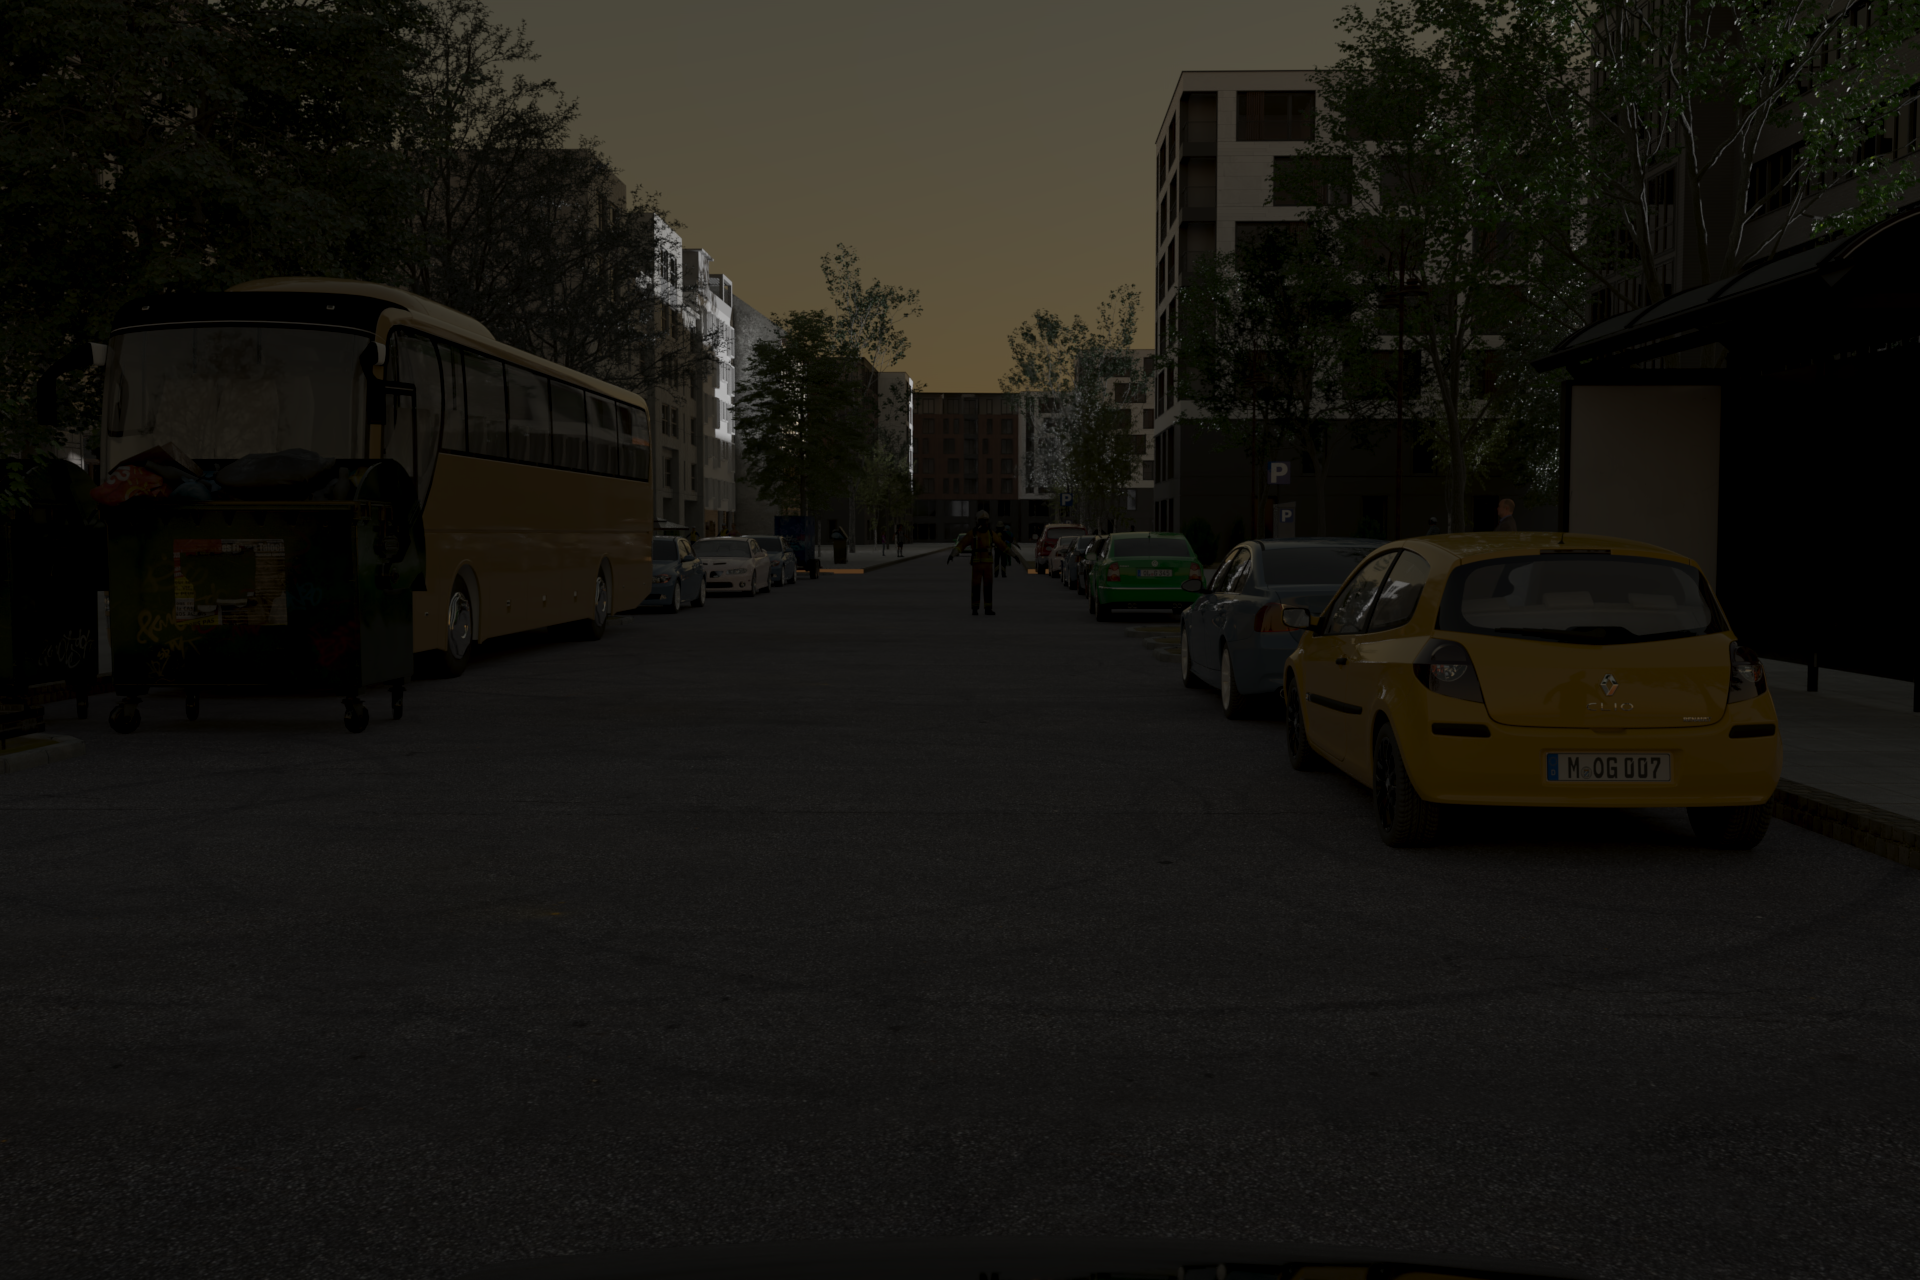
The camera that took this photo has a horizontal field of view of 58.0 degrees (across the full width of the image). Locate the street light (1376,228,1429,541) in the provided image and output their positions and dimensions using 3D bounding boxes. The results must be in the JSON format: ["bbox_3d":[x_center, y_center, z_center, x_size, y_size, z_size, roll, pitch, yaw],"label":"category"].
[{"bbox_3d":[6.676,-3.273,26.297,0.468,5.910,1.993,0,4,1],"label":"street light"}]

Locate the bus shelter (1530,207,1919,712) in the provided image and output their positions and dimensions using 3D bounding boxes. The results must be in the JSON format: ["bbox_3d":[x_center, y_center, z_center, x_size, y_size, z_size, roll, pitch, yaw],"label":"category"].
[{"bbox_3d":[6.188,-1.179,13.197,2.014,3.302,5.546,0,4,1],"label":"bus shelter"}]

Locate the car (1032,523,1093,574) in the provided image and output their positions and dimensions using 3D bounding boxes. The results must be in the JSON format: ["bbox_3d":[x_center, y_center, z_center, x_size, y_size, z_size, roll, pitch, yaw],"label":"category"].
[{"bbox_3d":[3.794,-3.342,63.316,2.281,1.827,5.304,0,4,1],"label":"car"}]

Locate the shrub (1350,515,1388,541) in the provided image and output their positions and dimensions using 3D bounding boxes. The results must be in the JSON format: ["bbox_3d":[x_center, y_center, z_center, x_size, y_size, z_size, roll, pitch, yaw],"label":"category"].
[{"bbox_3d":[16.133,-3.947,68.579,1.661,2.075,1.752,0,3,0],"label":"shrub"}]

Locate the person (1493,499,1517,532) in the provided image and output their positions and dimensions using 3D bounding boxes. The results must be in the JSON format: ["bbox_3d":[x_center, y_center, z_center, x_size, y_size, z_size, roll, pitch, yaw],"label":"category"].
[{"bbox_3d":[7.321,-1.031,23.450,0.434,1.755,0.990,1,4,22],"label":"person"}]

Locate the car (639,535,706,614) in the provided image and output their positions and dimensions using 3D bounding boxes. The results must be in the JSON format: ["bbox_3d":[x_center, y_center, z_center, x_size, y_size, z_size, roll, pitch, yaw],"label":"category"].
[{"bbox_3d":[-5.916,-1.267,32.717,2.014,1.417,4.499,0,4,1],"label":"car"}]

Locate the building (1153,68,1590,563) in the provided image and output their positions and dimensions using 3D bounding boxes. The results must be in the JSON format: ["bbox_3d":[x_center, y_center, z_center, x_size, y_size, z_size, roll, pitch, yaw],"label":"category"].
[{"bbox_3d":[24.183,-15.210,92.665,27.936,21.610,32.646,0,4,2],"label":"building"}]

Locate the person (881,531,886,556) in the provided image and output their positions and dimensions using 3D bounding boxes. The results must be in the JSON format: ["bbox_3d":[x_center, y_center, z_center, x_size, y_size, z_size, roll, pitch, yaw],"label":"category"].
[{"bbox_3d":[-4.399,-5.628,101.283,0.599,1.433,0.991,0,4,-5],"label":"person"}]

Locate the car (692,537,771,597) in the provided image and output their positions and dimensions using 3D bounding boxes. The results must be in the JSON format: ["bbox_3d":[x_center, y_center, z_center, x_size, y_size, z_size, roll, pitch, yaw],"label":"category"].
[{"bbox_3d":[-5.581,-1.752,41.001,2.083,1.381,4.827,0,4,1],"label":"car"}]

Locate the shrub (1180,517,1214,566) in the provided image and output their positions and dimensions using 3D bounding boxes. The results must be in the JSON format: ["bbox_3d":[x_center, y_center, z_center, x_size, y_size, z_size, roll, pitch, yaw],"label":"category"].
[{"bbox_3d":[9.365,-3.944,68.908,1.690,2.028,1.600,0,3,0],"label":"shrub"}]

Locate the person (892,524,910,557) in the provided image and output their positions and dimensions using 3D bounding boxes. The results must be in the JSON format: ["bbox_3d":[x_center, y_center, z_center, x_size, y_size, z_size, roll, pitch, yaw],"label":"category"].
[{"bbox_3d":[-3.298,-5.493,95.956,0.704,1.843,1.345,3,5,43],"label":"person"}]

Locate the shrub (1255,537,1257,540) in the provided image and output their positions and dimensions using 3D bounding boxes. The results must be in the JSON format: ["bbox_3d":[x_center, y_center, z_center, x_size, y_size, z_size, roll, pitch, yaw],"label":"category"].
[{"bbox_3d":[12.030,-3.625,70.380,1.383,1.207,1.383,0,3,0],"label":"shrub"}]

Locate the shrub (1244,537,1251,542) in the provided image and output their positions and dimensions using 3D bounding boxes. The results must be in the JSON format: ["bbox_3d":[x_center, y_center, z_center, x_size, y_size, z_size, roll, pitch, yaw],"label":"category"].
[{"bbox_3d":[10.953,-3.333,65.617,1.383,1.207,1.383,0,3,0],"label":"shrub"}]

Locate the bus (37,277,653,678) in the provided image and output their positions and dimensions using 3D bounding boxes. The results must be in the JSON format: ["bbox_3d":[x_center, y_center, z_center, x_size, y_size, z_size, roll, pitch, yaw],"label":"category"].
[{"bbox_3d":[-6.092,-1.769,20.463,2.896,3.916,12.252,0,4,1],"label":"bus"}]

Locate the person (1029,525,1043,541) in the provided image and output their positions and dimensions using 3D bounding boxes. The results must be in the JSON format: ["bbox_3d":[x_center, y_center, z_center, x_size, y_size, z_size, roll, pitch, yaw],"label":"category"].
[{"bbox_3d":[4.478,-5.568,97.217,1.347,1.806,0.705,-3,4,-36],"label":"person"}]

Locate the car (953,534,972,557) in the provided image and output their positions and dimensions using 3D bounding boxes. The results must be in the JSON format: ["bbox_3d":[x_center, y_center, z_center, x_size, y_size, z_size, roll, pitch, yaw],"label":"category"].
[{"bbox_3d":[0.563,-6.289,111.614,1.959,1.807,4.718,0,4,2],"label":"car"}]

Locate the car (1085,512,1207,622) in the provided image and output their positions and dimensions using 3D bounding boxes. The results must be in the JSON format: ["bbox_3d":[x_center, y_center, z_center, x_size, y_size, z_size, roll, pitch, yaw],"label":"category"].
[{"bbox_3d":[3.149,-1.276,29.652,1.959,1.807,4.718,0,4,2],"label":"car"}]

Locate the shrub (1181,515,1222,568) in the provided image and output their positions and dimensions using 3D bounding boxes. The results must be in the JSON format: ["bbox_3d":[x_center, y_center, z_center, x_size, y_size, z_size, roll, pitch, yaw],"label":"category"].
[{"bbox_3d":[9.022,-3.727,65.364,1.690,2.028,1.600,0,3,0],"label":"shrub"}]

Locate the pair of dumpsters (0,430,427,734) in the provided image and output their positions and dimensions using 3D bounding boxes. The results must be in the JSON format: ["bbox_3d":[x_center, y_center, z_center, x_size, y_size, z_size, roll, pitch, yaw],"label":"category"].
[{"bbox_3d":[-6.370,-0.484,12.858,4.436,2.255,1.574,0,4,2],"label":"pair of dumpsters"}]

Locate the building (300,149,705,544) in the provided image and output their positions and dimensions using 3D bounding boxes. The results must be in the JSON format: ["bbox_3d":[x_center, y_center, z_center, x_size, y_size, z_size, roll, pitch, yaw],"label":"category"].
[{"bbox_3d":[-25.137,-14.021,95.697,16.747,18.905,31.486,0,4,1],"label":"building"}]

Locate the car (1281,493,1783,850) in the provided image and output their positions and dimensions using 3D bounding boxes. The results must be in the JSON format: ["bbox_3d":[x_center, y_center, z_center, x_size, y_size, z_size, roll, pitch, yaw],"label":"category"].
[{"bbox_3d":[2.823,0.056,9.309,2.015,1.641,3.980,0,4,2],"label":"car"}]

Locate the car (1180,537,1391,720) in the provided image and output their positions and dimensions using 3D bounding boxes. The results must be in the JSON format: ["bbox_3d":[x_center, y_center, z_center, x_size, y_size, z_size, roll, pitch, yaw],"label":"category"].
[{"bbox_3d":[2.932,-0.162,14.651,2.014,1.417,4.499,0,4,1],"label":"car"}]

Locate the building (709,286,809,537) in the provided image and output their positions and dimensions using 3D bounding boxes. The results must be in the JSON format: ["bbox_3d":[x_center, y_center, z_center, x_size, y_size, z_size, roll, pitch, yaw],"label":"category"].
[{"bbox_3d":[-22.529,-18.846,139.056,19.493,23.208,18.063,0,4,1],"label":"building"}]

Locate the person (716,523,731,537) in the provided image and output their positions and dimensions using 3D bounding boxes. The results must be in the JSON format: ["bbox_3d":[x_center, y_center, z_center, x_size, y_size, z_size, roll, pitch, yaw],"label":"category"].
[{"bbox_3d":[-11.836,-4.940,86.738,1.349,1.833,0.705,3,5,41],"label":"person"}]

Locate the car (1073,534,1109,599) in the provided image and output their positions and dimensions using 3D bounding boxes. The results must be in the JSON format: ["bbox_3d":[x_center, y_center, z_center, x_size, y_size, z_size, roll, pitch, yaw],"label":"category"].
[{"bbox_3d":[3.624,-1.825,39.622,2.009,1.686,4.222,0,3,0],"label":"car"}]

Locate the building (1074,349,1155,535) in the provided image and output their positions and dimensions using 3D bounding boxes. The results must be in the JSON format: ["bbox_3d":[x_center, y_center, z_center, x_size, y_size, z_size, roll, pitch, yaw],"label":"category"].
[{"bbox_3d":[27.499,-22.233,207.487,27.936,21.610,32.646,0,4,2],"label":"building"}]

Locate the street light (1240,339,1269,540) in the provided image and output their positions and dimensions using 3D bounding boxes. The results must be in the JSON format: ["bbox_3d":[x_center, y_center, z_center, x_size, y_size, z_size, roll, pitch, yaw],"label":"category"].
[{"bbox_3d":[6.972,-4.180,41.131,0.468,5.910,1.993,0,4,1],"label":"street light"}]

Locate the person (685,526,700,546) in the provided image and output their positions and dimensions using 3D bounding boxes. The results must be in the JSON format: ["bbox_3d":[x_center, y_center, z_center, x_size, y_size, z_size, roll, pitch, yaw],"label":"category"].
[{"bbox_3d":[-15.730,-5.838,101.916,1.216,1.772,0.721,2,4,33],"label":"person"}]

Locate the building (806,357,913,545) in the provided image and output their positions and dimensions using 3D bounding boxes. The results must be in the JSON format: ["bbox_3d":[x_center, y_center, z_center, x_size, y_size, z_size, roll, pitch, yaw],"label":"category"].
[{"bbox_3d":[-20.866,-22.776,216.365,27.936,21.610,32.646,0,4,2],"label":"building"}]

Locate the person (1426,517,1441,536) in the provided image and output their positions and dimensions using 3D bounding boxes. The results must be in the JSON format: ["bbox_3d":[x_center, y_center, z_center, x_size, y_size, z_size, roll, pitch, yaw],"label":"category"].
[{"bbox_3d":[15.970,-3.225,58.574,0.704,1.849,1.345,3,5,45],"label":"person"}]

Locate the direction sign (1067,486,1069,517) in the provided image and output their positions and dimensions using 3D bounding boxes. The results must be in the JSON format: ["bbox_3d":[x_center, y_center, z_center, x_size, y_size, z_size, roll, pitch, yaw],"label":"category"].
[{"bbox_3d":[5.069,-5.445,81.027,0.379,3.537,0.876,0,3,0],"label":"direction sign"}]

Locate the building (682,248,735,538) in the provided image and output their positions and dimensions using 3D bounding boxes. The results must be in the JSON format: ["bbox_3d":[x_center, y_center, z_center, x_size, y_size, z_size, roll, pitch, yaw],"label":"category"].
[{"bbox_3d":[-22.037,-15.888,116.185,16.016,20.090,11.380,0,4,1],"label":"building"}]

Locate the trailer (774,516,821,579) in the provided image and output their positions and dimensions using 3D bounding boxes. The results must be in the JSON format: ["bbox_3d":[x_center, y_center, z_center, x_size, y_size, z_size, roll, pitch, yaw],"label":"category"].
[{"bbox_3d":[-5.282,-2.913,54.670,1.471,1.999,3.904,0,4,2],"label":"trailer"}]

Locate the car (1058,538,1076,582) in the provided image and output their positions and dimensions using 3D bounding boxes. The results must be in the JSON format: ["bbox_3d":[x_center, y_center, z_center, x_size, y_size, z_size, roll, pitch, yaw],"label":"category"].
[{"bbox_3d":[3.838,-2.319,50.495,1.945,1.354,3.894,0,4,1],"label":"car"}]

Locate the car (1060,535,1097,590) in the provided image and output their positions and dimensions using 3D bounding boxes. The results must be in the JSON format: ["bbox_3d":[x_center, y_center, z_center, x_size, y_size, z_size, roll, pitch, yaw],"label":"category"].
[{"bbox_3d":[3.681,-2.075,45.925,2.014,1.417,4.499,0,4,1],"label":"car"}]

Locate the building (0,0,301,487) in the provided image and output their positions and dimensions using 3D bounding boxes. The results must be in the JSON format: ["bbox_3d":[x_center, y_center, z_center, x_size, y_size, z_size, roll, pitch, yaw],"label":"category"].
[{"bbox_3d":[-29.688,-13.348,54.394,11.583,22.565,21.152,0,4,1],"label":"building"}]

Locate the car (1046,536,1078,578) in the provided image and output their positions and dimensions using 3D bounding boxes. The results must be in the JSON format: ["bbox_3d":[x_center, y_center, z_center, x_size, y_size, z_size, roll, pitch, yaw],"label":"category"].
[{"bbox_3d":[3.919,-2.775,57.729,2.083,1.381,4.827,0,4,1],"label":"car"}]

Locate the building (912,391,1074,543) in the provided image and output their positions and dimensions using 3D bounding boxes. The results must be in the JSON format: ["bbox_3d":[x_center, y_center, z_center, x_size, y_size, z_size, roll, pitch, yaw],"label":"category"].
[{"bbox_3d":[5.209,-25.243,259.154,32.646,21.610,27.936,0,4,-5],"label":"building"}]

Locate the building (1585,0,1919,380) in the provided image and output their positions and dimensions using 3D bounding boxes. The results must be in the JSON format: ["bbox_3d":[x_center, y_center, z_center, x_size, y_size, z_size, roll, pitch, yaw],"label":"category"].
[{"bbox_3d":[29.868,-14.144,50.321,14.314,24.678,30.058,0,4,2],"label":"building"}]

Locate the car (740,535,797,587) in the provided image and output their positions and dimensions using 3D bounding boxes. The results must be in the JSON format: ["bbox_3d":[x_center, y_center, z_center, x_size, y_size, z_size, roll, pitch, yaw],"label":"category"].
[{"bbox_3d":[-5.625,-2.239,48.603,2.014,1.417,4.499,0,4,1],"label":"car"}]
